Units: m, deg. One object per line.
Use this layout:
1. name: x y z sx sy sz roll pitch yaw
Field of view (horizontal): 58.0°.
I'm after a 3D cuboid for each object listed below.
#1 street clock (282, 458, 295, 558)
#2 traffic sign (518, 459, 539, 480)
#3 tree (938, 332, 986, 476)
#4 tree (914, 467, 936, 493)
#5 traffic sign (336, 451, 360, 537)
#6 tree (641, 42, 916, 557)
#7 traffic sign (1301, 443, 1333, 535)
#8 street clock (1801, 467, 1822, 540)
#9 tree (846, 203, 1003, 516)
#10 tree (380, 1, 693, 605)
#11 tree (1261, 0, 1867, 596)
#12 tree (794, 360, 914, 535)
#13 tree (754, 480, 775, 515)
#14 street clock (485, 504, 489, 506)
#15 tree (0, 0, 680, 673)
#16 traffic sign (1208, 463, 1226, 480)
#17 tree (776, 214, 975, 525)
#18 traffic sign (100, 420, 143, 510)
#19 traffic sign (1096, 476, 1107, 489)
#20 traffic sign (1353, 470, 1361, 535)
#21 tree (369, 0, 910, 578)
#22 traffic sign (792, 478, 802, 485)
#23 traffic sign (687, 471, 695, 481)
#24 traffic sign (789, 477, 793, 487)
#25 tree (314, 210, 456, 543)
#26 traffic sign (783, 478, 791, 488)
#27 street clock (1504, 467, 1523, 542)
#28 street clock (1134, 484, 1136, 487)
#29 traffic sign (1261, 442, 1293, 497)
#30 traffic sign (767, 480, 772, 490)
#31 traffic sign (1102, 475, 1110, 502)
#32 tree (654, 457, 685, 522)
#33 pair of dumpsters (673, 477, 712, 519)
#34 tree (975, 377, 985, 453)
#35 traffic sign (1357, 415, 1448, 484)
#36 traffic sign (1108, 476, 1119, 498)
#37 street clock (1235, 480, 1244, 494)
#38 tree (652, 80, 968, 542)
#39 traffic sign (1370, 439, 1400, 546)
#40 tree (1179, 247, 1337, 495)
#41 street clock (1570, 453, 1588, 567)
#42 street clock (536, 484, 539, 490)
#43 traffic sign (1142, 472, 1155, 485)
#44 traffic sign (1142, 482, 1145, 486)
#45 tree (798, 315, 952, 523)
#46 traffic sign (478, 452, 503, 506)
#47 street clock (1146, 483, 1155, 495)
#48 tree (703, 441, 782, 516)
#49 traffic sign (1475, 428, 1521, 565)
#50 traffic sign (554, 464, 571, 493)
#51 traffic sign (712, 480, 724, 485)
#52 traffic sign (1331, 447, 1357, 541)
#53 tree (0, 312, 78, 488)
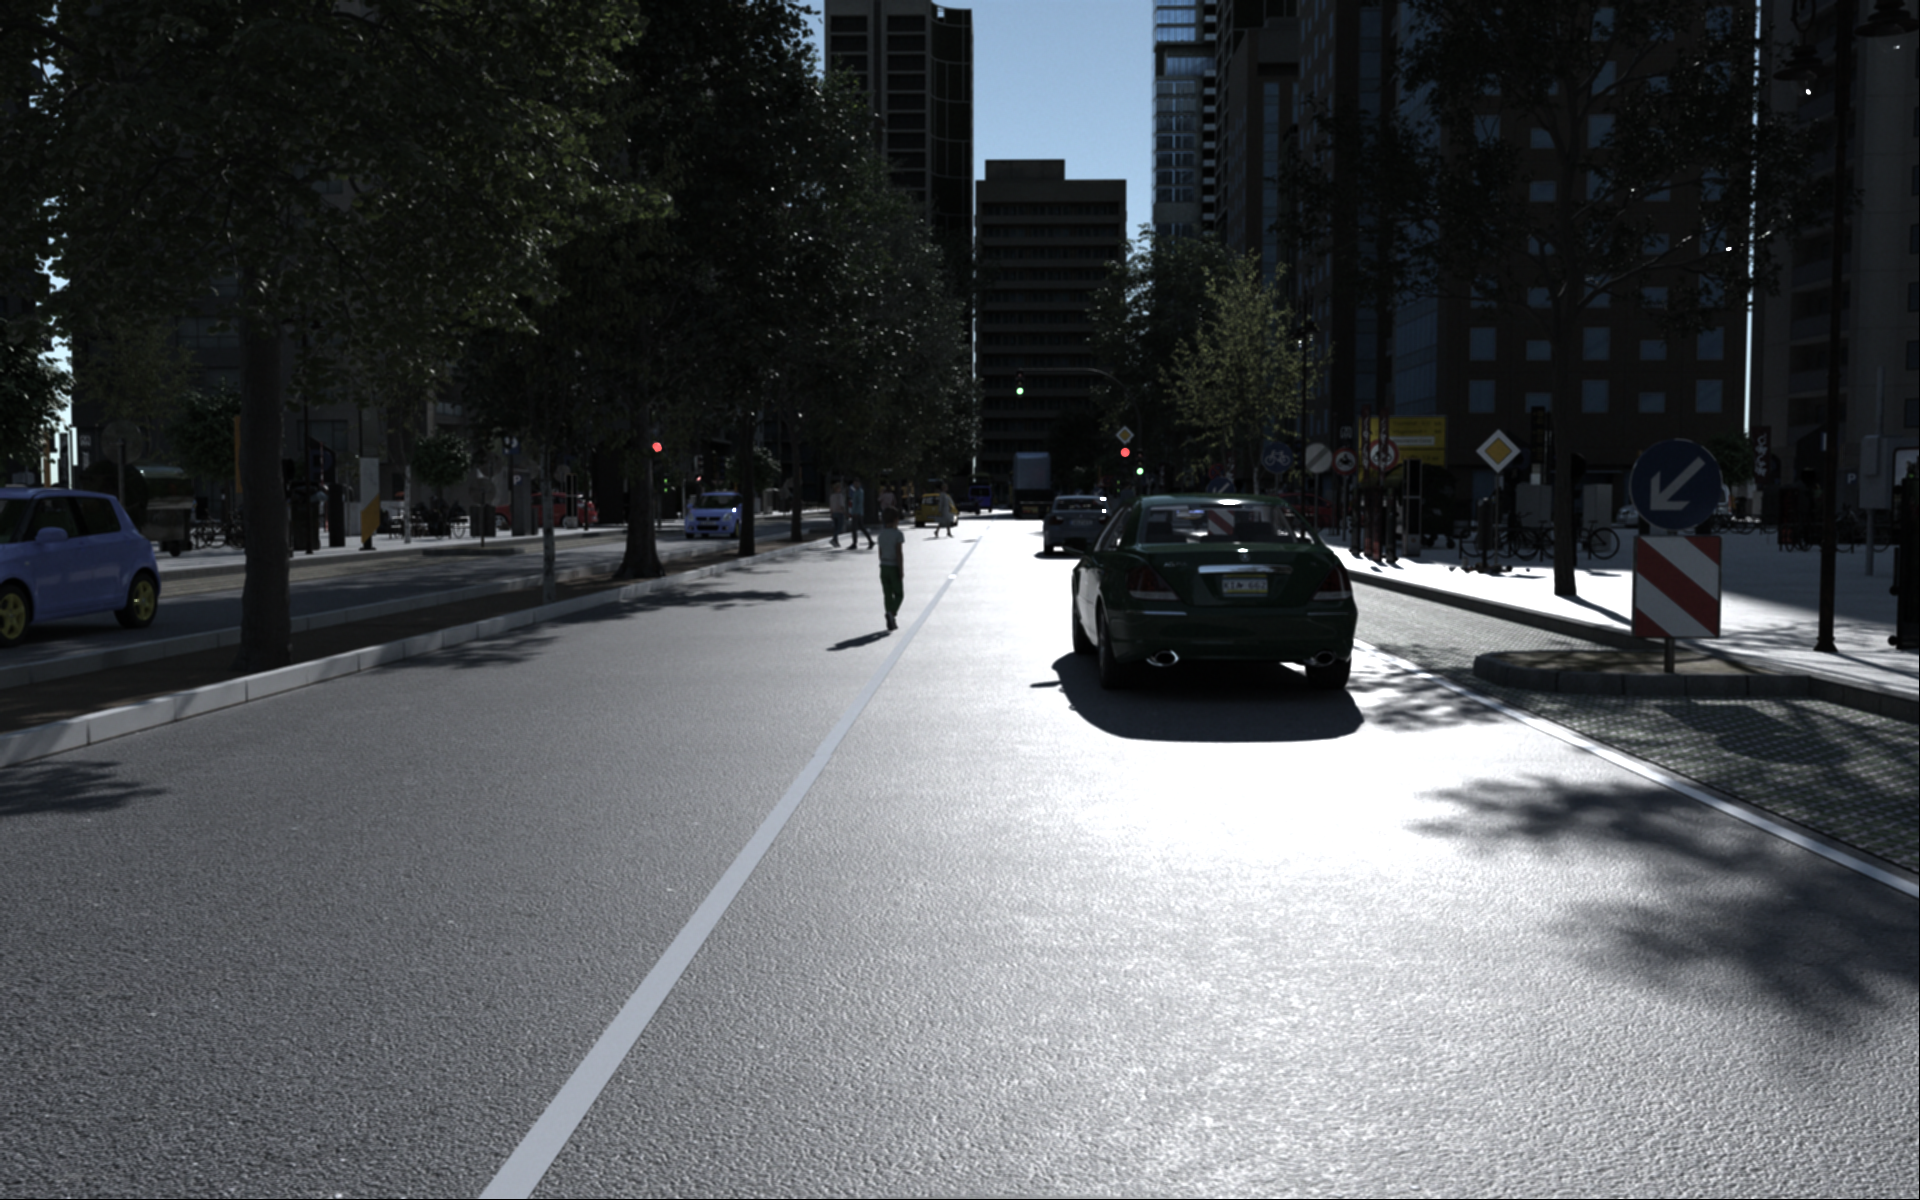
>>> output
1. street clock: -13.502 -1.841 34.676 0.358 2.002 0.471 0 4 2
2. traffic sign: -15.604 -3.824 62.632 0.768 2.556 0.104 0 4 5
3. tree: -3.412 -10.728 94.864 9.611 12.733 9.660 0 3 0
4. tree: -3.049 -9.261 104.231 4.737 8.622 4.395 0 3 0
5. traffic sign: -18.288 -3.159 51.760 0.768 2.556 0.104 0 4 5
6. tree: -4.801 -6.800 39.388 9.928 11.665 9.643 0 3 0
7. traffic sign: 8.872 -2.629 43.087 0.768 2.556 0.104 0 4 7
8. street clock: 22.699 -2.549 46.242 0.358 2.002 0.471 -2 4 -25
9. tree: -4.003 -15.555 112.669 12.611 20.169 13.585 0 3 0
10. tree: -5.249 -4.218 21.790 4.737 8.622 4.395 0 3 0
11. tree: 7.346 -5.339 21.706 7.601 10.594 8.767 0 4 0
12. tree: -4.031 -6.563 60.131 4.737 8.622 4.395 0 3 0
13. tree: -12.687 -7.004 109.124 1.663 3.219 1.824 0 3 0
14. street clock: -24.139 -5.127 88.391 0.358 2.002 0.471 3 5 44
15. tree: -5.721 -5.719 14.090 7.486 12.596 7.792 0 3 0
16. traffic sign: 10.632 -4.370 71.550 0.768 2.556 0.104 0 4 5
17. tree: -4.060 -10.229 76.363 9.857 13.997 8.962 0 3 0
18. traffic sign: -14.396 -1.812 29.738 0.768 2.556 0.104 0 4 5
19. traffic sign: 10.100 -7.514 122.859 0.884 2.594 0.081 1 4 10
20. traffic sign: 12.457 -3.291 53.917 0.768 2.556 0.104 0 4 3
21. tree: -5.469 -6.731 29.520 9.611 12.733 9.660 0 3 0
22. traffic sign: -11.739 -7.621 124.717 0.768 2.556 0.104 0 4 4
23. traffic sign: -15.001 -5.948 97.348 0.768 2.556 0.104 0 4 7
24. traffic sign: -12.203 -7.761 127.004 0.768 2.556 0.104 0 4 7
25. tree: -14.503 -5.789 45.018 4.360 8.622 3.978 0 3 0
26. traffic sign: -13.901 -8.542 139.668 0.884 2.594 0.081 0 4 3
27. street clock: 14.889 -2.574 46.659 0.471 2.002 0.358 -2 4 -28
28. street clock: 12.767 -7.389 125.386 0.471 2.002 0.358 0 4 -1
29. traffic sign: 7.751 -2.585 42.370 0.768 2.556 0.104 0 4 5
30. traffic sign: -14.045 -7.610 126.554 0.606 2.300 0.079 0 4 5
31. traffic sign: 9.923 -7.113 116.398 0.768 2.556 0.104 1 4 10
32. tree: -13.665 -5.187 79.401 1.663 3.219 1.824 0 3 0
33. pair of dumpsters: -14.332 -5.504 92.489 1.574 2.255 4.437 0 4 2
34. tree: -2.603 -13.254 125.822 9.857 13.997 8.962 0 3 0
35. traffic sign: 11.450 -3.123 44.941 2.265 3.308 0.079 1 4 9
36. traffic sign: 10.196 -6.994 114.461 0.768 2.556 0.104 1 4 11
37. street clock: 14.682 -5.302 91.263 0.471 2.002 0.358 2 4 34
38. tree: -4.850 -8.455 51.062 12.009 13.543 11.850 0 3 0
39. traffic sign: 9.606 -2.408 39.470 0.768 2.556 0.104 0 4 6
40. tree: 8.899 -6.180 51.398 4.360 8.622 3.978 0 3 0
41. street clock: 10.822 -1.594 30.633 0.471 2.002 0.358 2 4 28
42. street clock: -26.639 -6.382 108.908 0.358 2.002 0.471 0 4 4
43. traffic sign: 10.714 -6.022 98.561 0.768 2.556 0.104 1 4 9
44. traffic sign: 13.088 -7.409 121.244 0.768 2.556 0.104 0 4 2
45. tree: -4.257 -10.066 85.171 7.486 12.596 7.792 0 3 0
46. traffic sign: -14.109 -3.175 52.017 0.768 2.556 0.104 0 4 6
47. street clock: 10.946 -5.798 99.369 0.471 2.002 0.358 2 4 35
48. tree: -12.122 -7.203 101.478 4.285 4.588 4.351 0 3 0
49. traffic sign: 9.472 -1.796 30.544 0.795 2.450 0.064 0 4 6
50. traffic sign: -17.011 -4.523 74.049 0.768 2.556 0.104 0 4 5
51. traffic sign: -13.879 -6.059 99.172 0.768 2.556 0.104 1 4 10
52. traffic sign: 10.458 -2.873 47.072 0.768 2.556 0.104 0 4 8
53. tree: -15.281 -2.617 26.499 4.285 4.588 4.351 0 3 0
